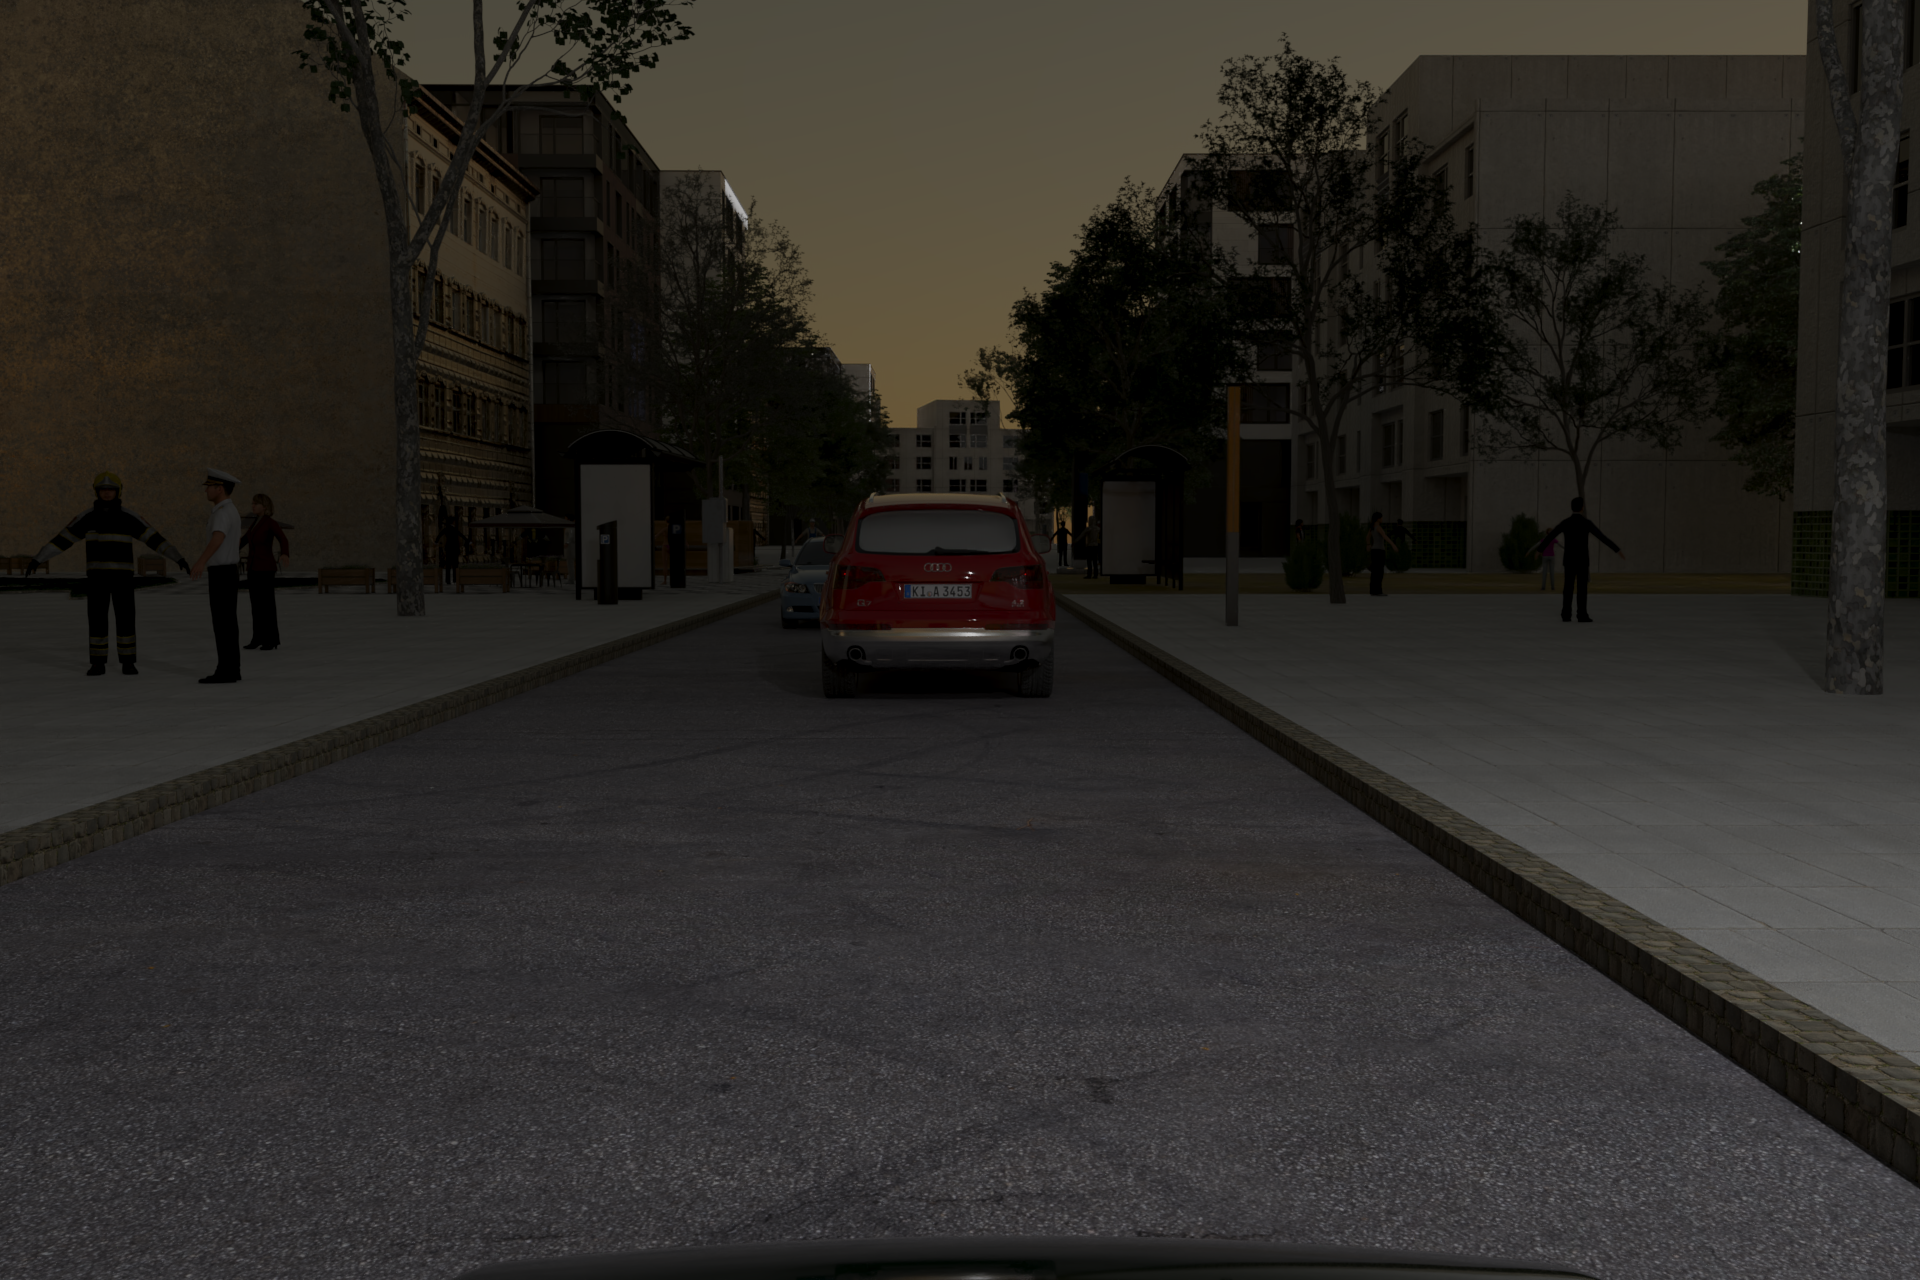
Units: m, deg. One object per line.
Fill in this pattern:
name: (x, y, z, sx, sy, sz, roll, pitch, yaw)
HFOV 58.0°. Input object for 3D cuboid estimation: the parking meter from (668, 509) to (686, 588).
parking meter: (-6.715, -2.163, 41.071, 0.399, 1.863, 0.255, 0, 4, -1)

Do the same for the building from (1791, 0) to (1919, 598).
building: (25.746, -9.384, 19.889, 16.747, 18.905, 31.486, 0, 3, 0)

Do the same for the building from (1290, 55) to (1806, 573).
building: (25.323, -12.617, 72.742, 16.747, 18.905, 31.486, 0, 3, 0)

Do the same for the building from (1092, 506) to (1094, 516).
building: (21.069, -15.956, 203.032, 9.099, 9.664, 28.070, 0, 4, 0)

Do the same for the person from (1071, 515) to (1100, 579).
person: (3.765, -2.662, 49.659, 1.348, 1.813, 0.705, -2, 4, -34)

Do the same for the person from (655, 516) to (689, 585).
person: (-7.429, -2.275, 44.005, 1.217, 1.733, 0.721, -2, 4, -34)

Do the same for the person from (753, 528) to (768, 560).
person: (-8.290, -3.825, 68.756, 1.346, 1.802, 0.704, -2, 4, -28)

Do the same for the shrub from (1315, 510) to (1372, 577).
shrub: (11.422, -2.874, 51.417, 1.690, 2.028, 1.600, 0, 3, 0)

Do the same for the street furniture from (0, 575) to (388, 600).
street furniture: (-29.097, -2.224, 41.388, 27.439, 1.986, 14.083, 1, 4, 9)

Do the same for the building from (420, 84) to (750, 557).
building: (-27.292, -15.370, 95.280, 27.936, 21.610, 32.646, 0, 4, -1)

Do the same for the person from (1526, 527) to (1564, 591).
person: (13.390, -1.844, 39.411, 0.991, 1.433, 0.599, 1, 4, 13)

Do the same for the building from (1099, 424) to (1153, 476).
building: (24.296, -21.172, 177.090, 19.493, 23.208, 18.063, 0, 3, 0)

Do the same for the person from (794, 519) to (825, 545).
person: (-5.376, -3.503, 63.135, 1.347, 1.847, 0.705, -1, 4, -10)

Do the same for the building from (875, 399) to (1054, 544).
building: (-4.537, -22.337, 234.129, 31.486, 18.905, 16.747, -1, 4, -10)

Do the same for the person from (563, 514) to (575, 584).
person: (-10.070, -2.349, 44.591, 0.705, 1.806, 1.347, -1, 4, -12)

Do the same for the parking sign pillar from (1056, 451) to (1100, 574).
parking sign pillar: (3.821, -4.105, 55.595, 1.447, 3.967, 1.447, 0, 4, 0)

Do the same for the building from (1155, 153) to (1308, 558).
building: (25.933, -16.245, 109.575, 27.936, 21.610, 32.646, 0, 3, 0)

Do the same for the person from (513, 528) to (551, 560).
person: (-15.624, -3.518, 63.295, 1.354, 1.856, 0.705, -2, 4, -25)

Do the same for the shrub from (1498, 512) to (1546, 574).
shrub: (18.190, -3.152, 55.955, 1.690, 2.028, 1.600, 0, 3, 0)

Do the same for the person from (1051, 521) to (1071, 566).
person: (4.137, -3.853, 69.182, 1.347, 1.806, 0.705, 2, 4, 32)

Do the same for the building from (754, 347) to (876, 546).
building: (-24.701, -22.113, 205.520, 27.936, 21.610, 32.646, 0, 3, 0)

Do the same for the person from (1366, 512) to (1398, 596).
person: (8.722, -1.778, 35.875, 0.721, 1.737, 1.217, -1, 4, -15)

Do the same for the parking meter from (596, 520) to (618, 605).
parking meter: (-6.422, -1.414, 31.533, 0.372, 1.533, 0.369, 0, 3, 0)

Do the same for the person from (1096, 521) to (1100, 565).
person: (5.730, -3.990, 71.212, 0.705, 1.833, 1.349, 0, 4, 4)

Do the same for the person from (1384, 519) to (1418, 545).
person: (16.038, -3.502, 63.194, 1.347, 1.837, 0.705, 0, 4, 2)

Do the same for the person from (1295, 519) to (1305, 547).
person: (12.272, -3.442, 62.427, 0.704, 1.843, 1.345, 1, 4, 15)

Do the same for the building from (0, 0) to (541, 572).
building: (-28.036, -14.454, 67.258, 19.493, 23.208, 18.063, 0, 4, -1)

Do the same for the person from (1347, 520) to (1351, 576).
person: (11.968, -2.897, 53.643, 0.705, 1.796, 1.348, 0, 4, 6)

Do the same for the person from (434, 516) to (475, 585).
person: (-12.848, -2.277, 43.952, 1.216, 1.740, 0.721, 1, 4, 20)

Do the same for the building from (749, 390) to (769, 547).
building: (-29.809, -21.087, 175.699, 19.493, 23.208, 18.063, 0, 4, 0)

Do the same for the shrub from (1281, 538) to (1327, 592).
shrub: (7.605, -1.661, 38.266, 1.383, 1.207, 1.383, 0, 3, 0)

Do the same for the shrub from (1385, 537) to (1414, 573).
shrub: (14.383, -2.789, 56.723, 1.383, 1.207, 1.383, 0, 3, 0)

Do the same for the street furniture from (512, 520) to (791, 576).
street furniture: (-10.457, -3.110, 57.700, 11.010, 1.723, 9.812, 0, 4, 8)

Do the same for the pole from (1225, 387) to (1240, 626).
pole: (3.798, -1.851, 24.112, 0.158, 3.312, 0.155, 0, 3, 0)
